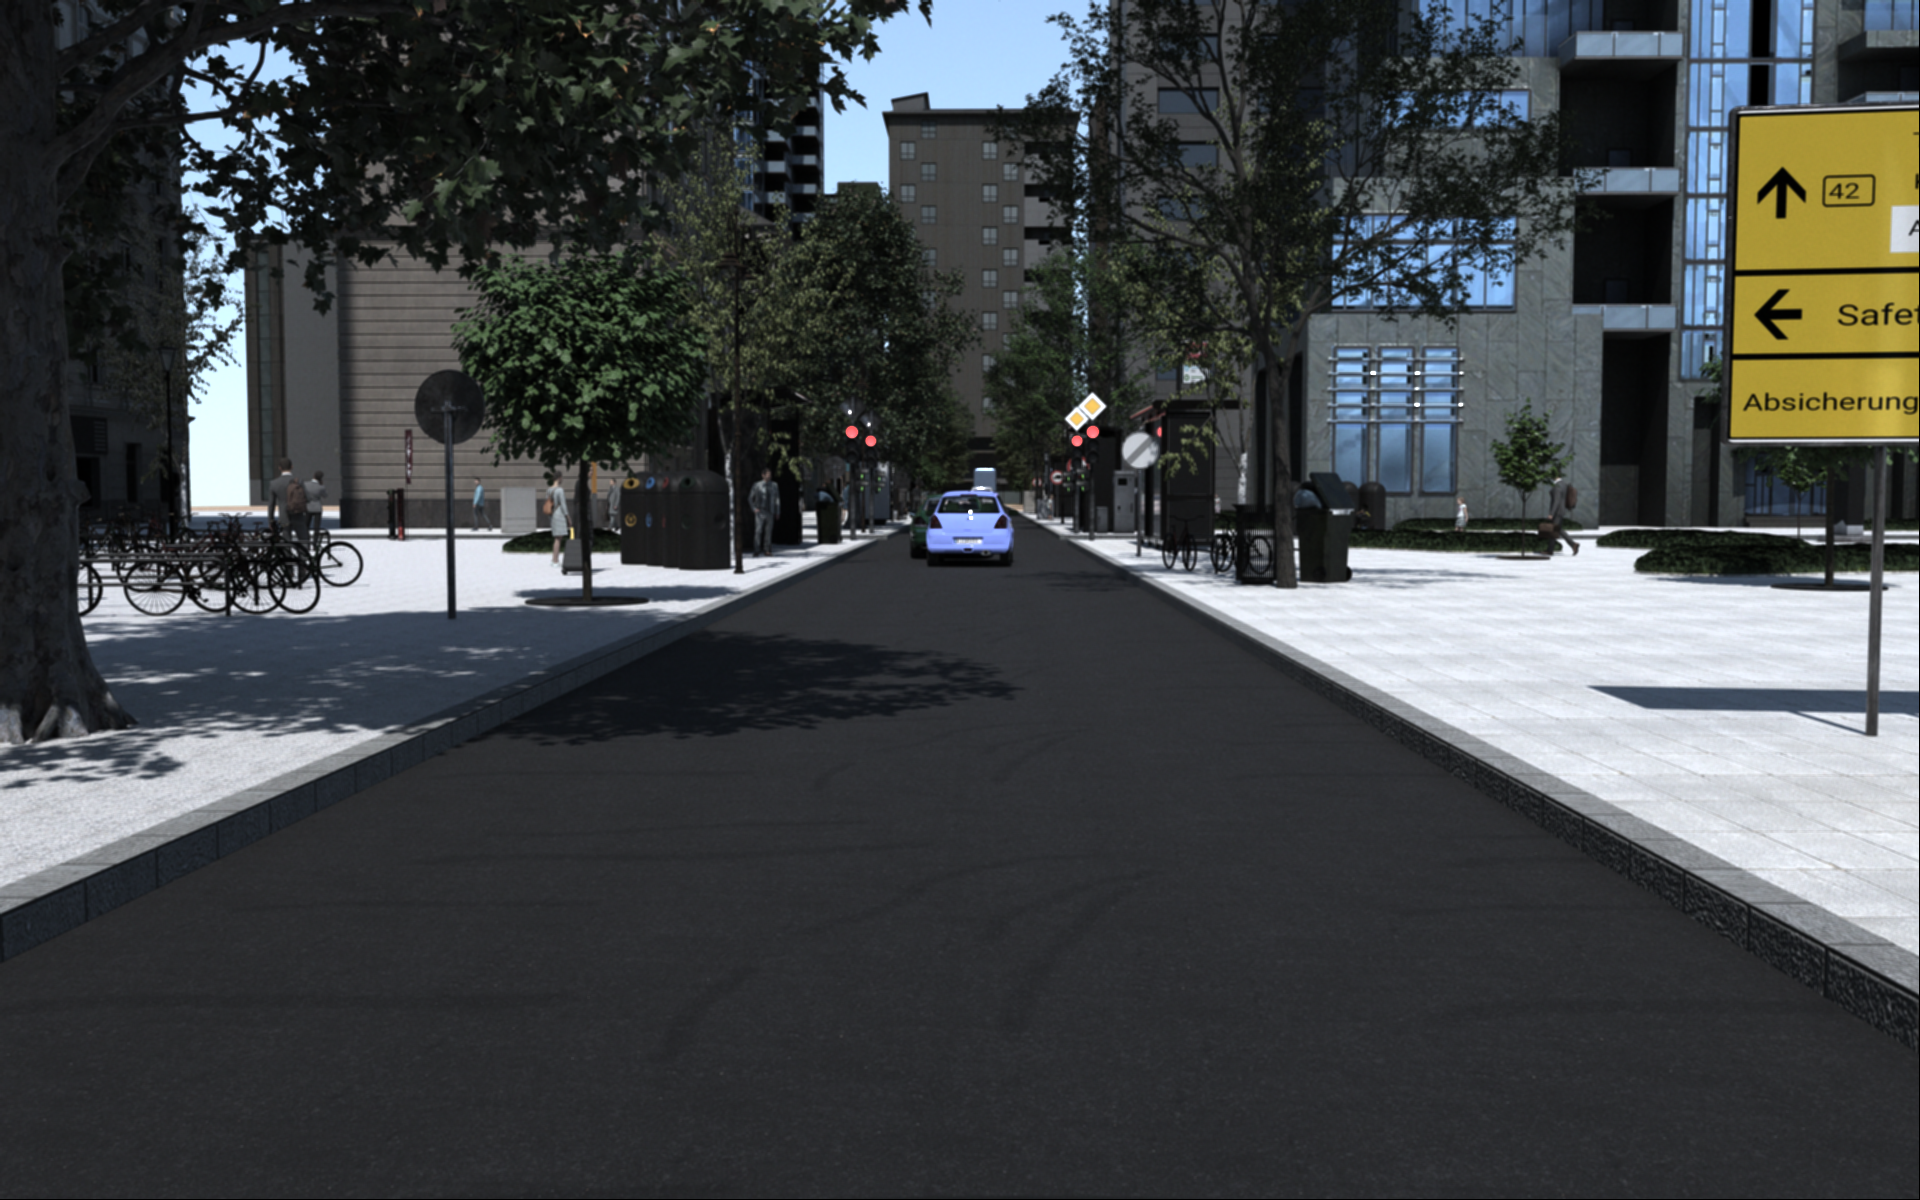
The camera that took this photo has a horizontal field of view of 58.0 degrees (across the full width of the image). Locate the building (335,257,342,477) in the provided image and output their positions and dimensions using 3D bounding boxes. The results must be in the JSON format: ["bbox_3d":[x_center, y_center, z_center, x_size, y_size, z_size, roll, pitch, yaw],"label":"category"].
[{"bbox_3d":[-50.921,-30.077,183.642,23.993,40.220,32.217,0,4,1],"label":"building"}]

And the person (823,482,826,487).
[{"bbox_3d":[-5.724,-4.158,74.306,0.850,1.792,0.678,-3,5,-43],"label":"person"}]

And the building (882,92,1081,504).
[{"bbox_3d":[4.023,-39.545,235.793,27.495,52.752,28.713,0,4,1],"label":"building"}]

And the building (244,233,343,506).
[{"bbox_3d":[-69.850,-25.773,193.084,14.107,30.474,14.160,0,4,1],"label":"building"}]

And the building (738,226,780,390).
[{"bbox_3d":[-18.686,-14.063,97.384,16.820,18.784,16.811,0,4,1],"label":"building"}]

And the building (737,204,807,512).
[{"bbox_3d":[-16.282,-16.589,120.376,9.793,20.994,18.267,0,4,1],"label":"building"}]

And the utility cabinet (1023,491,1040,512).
[{"bbox_3d":[5.031,-6.919,121.797,1.173,1.500,0.318,-2,4,-29],"label":"utility cabinet"}]

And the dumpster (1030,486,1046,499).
[{"bbox_3d":[5.649,-7.310,125.270,1.264,1.857,1.865,0,4,1],"label":"dumpster"}]

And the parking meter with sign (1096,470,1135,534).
[{"bbox_3d":[5.285,-3.659,56.092,1.738,3.016,0.543,0,4,-4],"label":"parking meter with sign"}]

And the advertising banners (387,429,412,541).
[{"bbox_3d":[-15.398,-3.146,47.630,0.090,3.025,2.074,-3,4,-36],"label":"advertising banners"}]

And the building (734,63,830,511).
[{"bbox_3d":[-21.803,-50.959,145.846,22.319,86.520,31.000,0,4,1],"label":"building"}]

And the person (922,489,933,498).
[{"bbox_3d":[-2.717,-8.926,151.961,1.348,1.826,0.705,-2,4,-27],"label":"person"}]

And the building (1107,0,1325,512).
[{"bbox_3d":[20.105,-34.830,111.463,21.231,58.520,28.212,0,4,1],"label":"building"}]

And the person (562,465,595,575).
[{"bbox_3d":[-6.175,-1.332,28.037,0.699,1.804,1.509,0,4,5],"label":"person"}]

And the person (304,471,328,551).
[{"bbox_3d":[-14.581,-2.007,39.031,0.592,1.802,0.473,0,4,-1],"label":"person"}]

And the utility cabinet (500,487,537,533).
[{"bbox_3d":[-14.401,-2.924,56.480,0.318,1.500,1.173,3,5,40],"label":"utility cabinet"}]

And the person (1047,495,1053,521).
[{"bbox_3d":[4.241,-4.310,81.193,0.352,1.250,0.332,2,4,30],"label":"person"}]

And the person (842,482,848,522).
[{"bbox_3d":[-5.171,-4.452,78.859,0.654,1.822,0.581,1,4,23],"label":"person"}]

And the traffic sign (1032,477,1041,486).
[{"bbox_3d":[5.792,-7.929,129.740,0.768,2.556,0.104,1,4,8],"label":"traffic sign"}]

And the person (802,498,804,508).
[{"bbox_3d":[-10.491,-6.518,113.178,0.524,1.755,0.480,2,4,33],"label":"person"}]

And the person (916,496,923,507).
[{"bbox_3d":[-3.624,-8.237,140.804,1.348,1.812,0.705,2,4,35],"label":"person"}]

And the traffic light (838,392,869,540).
[{"bbox_3d":[-2.940,-3.601,47.799,0.839,4.253,0.868,0,4,1],"label":"traffic light"}]

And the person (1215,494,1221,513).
[{"bbox_3d":[12.839,-4.646,86.279,0.425,1.301,0.394,-2,4,-32],"label":"person"}]

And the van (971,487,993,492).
[{"bbox_3d":[1.313,-5.866,102.920,2.013,2.044,4.112,0,4,1],"label":"van"}]

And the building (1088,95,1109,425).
[{"bbox_3d":[21.434,-33.086,191.062,14.600,45.320,14.200,0,4,1],"label":"building"}]

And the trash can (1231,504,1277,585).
[{"bbox_3d":[4.223,-0.790,24.578,0.748,1.137,0.748,0,3,0],"label":"trash can"}]

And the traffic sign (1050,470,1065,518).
[{"bbox_3d":[5.157,-5.610,91.830,0.768,2.556,0.104,0,4,5],"label":"traffic sign"}]

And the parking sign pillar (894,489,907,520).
[{"bbox_3d":[-3.382,-6.002,86.609,1.447,3.967,1.447,-1,4,-12],"label":"parking sign pillar"}]

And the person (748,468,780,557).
[{"bbox_3d":[-4.025,-1.807,35.686,0.635,1.810,0.391,-2,4,-28],"label":"person"}]

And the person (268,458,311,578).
[{"bbox_3d":[-10.154,-1.238,26.241,0.622,1.834,0.822,-1,4,-20],"label":"person"}]

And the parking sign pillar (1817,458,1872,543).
[{"bbox_3d":[23.760,-3.537,46.295,1.447,3.967,1.447,1,4,9],"label":"parking sign pillar"}]

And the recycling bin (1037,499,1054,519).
[{"bbox_3d":[4.341,-4.623,88.141,0.722,1.027,0.722,1,4,19],"label":"recycling bin"}]

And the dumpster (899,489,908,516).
[{"bbox_3d":[-3.767,-6.010,104.018,1.264,1.857,1.865,0,4,1],"label":"dumpster"}]

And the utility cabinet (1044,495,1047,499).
[{"bbox_3d":[5.752,-5.873,107.187,1.020,1.237,0.306,0,4,-6],"label":"utility cabinet"}]

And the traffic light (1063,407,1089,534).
[{"bbox_3d":[3.728,-4.085,55.711,0.839,4.253,0.868,0,4,1],"label":"traffic light"}]

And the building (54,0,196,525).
[{"bbox_3d":[-57.263,-18.078,71.984,44.131,29.872,17.030,0,4,1],"label":"building"}]

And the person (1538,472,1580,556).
[{"bbox_3d":[12.457,-1.834,35.992,0.822,1.834,0.622,1,4,20],"label":"person"}]

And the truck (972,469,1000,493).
[{"bbox_3d":[2.347,-11.413,176.357,2.967,4.110,18.799,0,4,3],"label":"truck"}]

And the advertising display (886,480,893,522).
[{"bbox_3d":[-3.530,-4.510,78.959,0.974,1.923,0.123,-1,4,-11],"label":"advertising display"}]

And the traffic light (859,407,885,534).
[{"bbox_3d":[-2.833,-4.089,55.783,0.839,4.253,0.868,0,4,1],"label":"traffic light"}]

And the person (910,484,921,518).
[{"bbox_3d":[-2.427,-5.427,94.573,0.655,1.846,0.447,-1,4,-18],"label":"person"}]

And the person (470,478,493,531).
[{"bbox_3d":[-16.619,-3.310,60.023,0.748,1.841,0.638,1,4,10],"label":"person"}]

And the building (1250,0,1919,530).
[{"bbox_3d":[28.084,-46.357,70.615,31.000,86.520,22.319,0,4,1],"label":"building"}]

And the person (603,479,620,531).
[{"bbox_3d":[-11.886,-3.241,59.135,0.694,1.812,0.767,3,5,44],"label":"person"}]

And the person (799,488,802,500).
[{"bbox_3d":[-4.669,-2.529,47.570,0.661,1.801,0.590,0,4,-6],"label":"person"}]

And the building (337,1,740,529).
[{"bbox_3d":[-17.133,-17.030,75.705,12.463,27.353,25.104,0,4,1],"label":"building"}]

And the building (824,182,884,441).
[{"bbox_3d":[-17.238,-33.377,229.308,14.086,41.232,14.154,0,4,1],"label":"building"}]

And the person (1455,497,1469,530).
[{"bbox_3d":[12.949,-2.046,44.505,0.382,1.210,0.505,-1,4,-12],"label":"person"}]

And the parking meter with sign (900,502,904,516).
[{"bbox_3d":[-3.973,-6.114,96.227,1.738,3.016,0.543,2,4,24],"label":"parking meter with sign"}]

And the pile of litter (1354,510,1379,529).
[{"bbox_3d":[10.559,-1.978,46.312,1.719,0.858,1.176,-1,4,-13],"label":"pile of litter"}]

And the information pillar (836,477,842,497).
[{"bbox_3d":[-5.323,-4.358,75.744,0.304,2.012,0.304,-1,4,-16],"label":"information pillar"}]

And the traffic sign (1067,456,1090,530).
[{"bbox_3d":[3.897,-3.478,56.967,0.768,2.556,0.104,1,4,10],"label":"traffic sign"}]

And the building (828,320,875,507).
[{"bbox_3d":[-24.326,-20.846,185.864,28.899,21.520,27.650,0,4,1],"label":"building"}]

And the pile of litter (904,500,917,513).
[{"bbox_3d":[-3.622,-6.488,120.042,1.719,0.858,1.176,-1,4,-10],"label":"pile of litter"}]

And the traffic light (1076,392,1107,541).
[{"bbox_3d":[3.621,-3.597,47.727,0.839,4.253,0.868,0,4,1],"label":"traffic light"}]

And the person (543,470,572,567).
[{"bbox_3d":[-7.057,-1.425,30.341,0.512,1.701,0.522,3,4,39],"label":"person"}]
